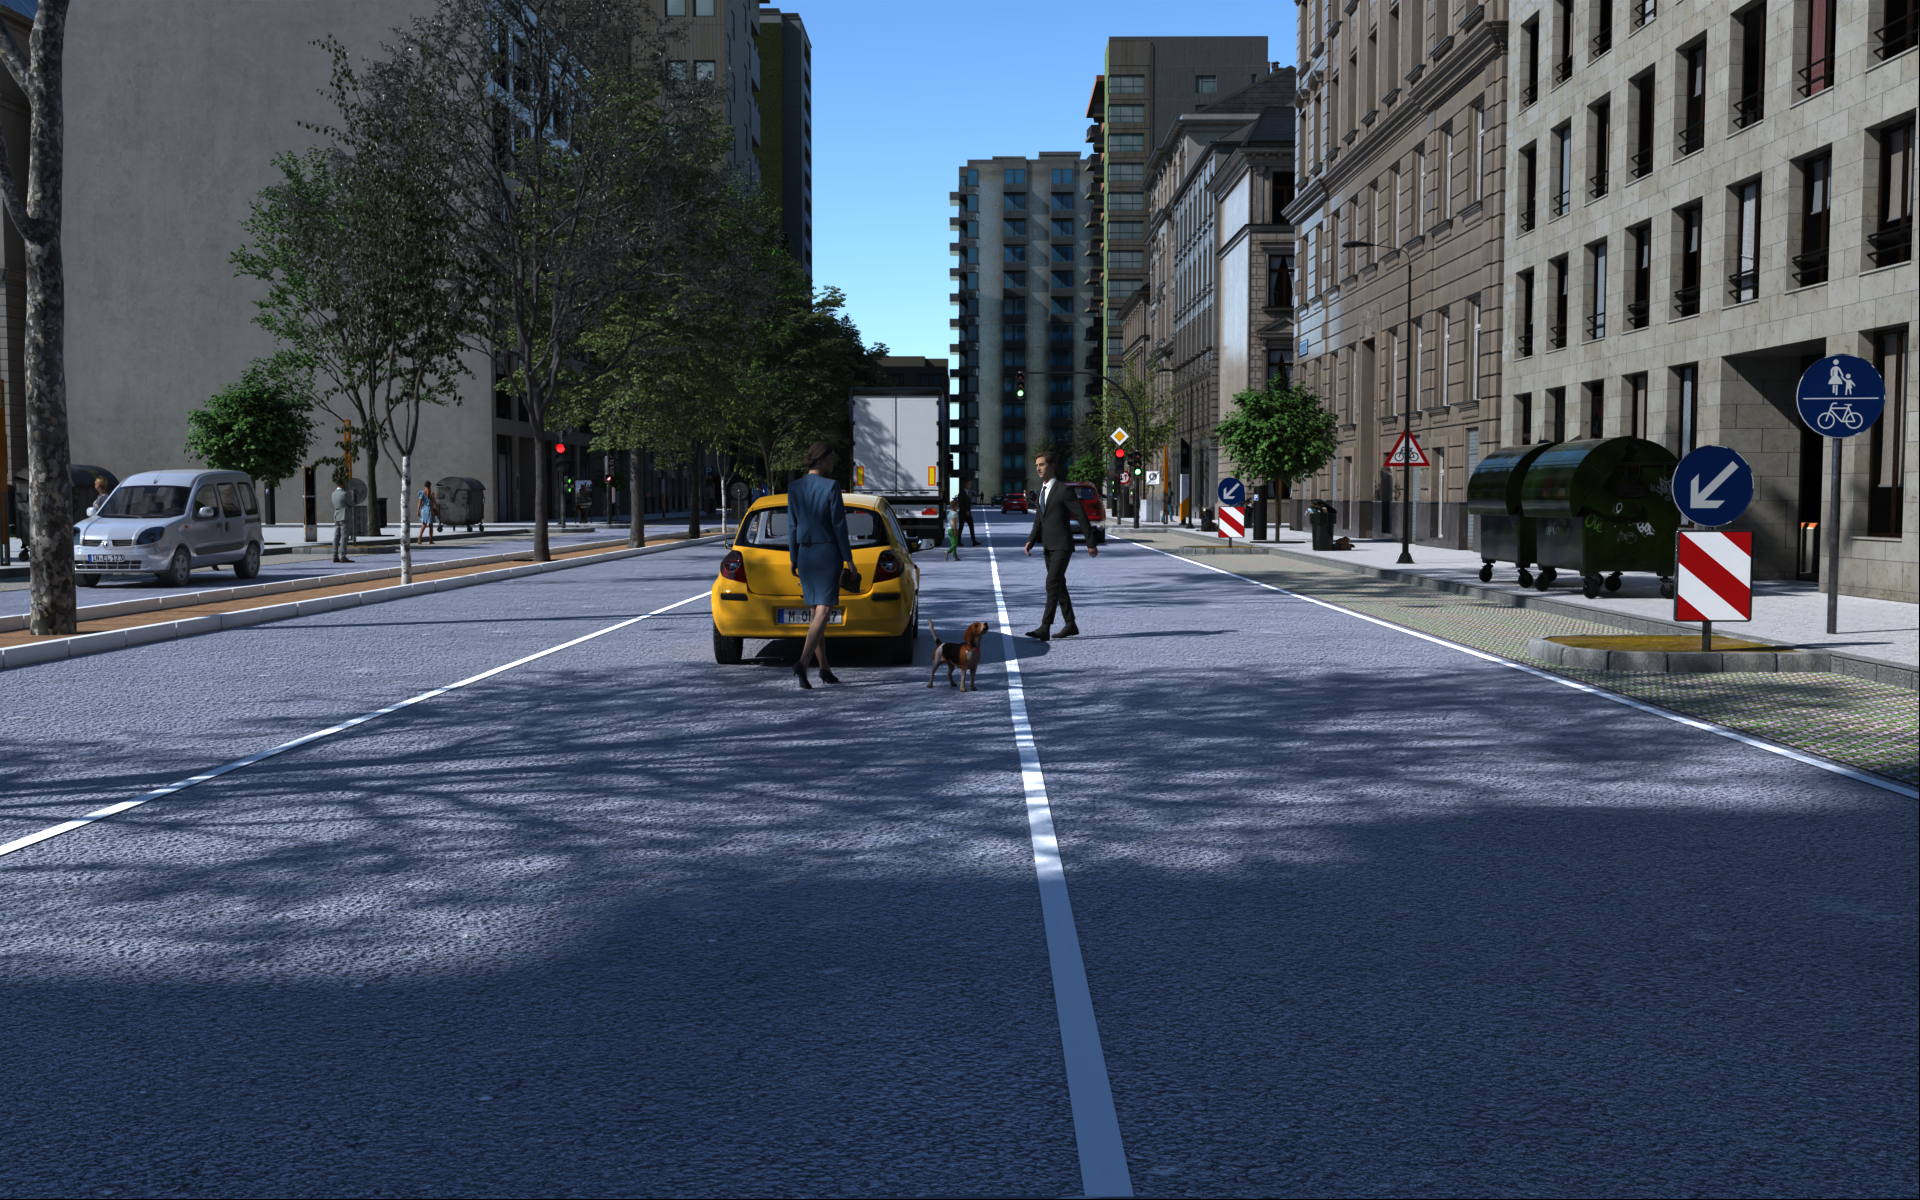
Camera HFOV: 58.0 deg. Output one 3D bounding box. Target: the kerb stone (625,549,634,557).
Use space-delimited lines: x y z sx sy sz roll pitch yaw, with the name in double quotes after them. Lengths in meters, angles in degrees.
-7.631 -1.050 39.362 0.120 0.150 1.000 0 4 1 "kerb stone"

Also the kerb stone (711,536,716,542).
-7.489 -1.799 51.656 0.120 0.150 1.000 0 4 1 "kerb stone"

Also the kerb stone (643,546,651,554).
-7.600 -1.171 41.412 0.120 0.150 1.000 0 4 1 "kerb stone"

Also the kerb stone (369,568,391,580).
-9.852 -0.424 29.134 0.120 0.150 1.000 0 4 1 "kerb stone"

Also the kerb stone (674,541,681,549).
-7.546 -1.419 45.513 0.120 0.150 1.000 0 4 1 "kerb stone"

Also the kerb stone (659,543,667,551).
-7.576 -1.298 43.469 0.120 0.150 1.000 0 4 1 "kerb stone"

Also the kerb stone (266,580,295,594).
-9.902 -0.172 25.025 0.120 0.150 1.000 0 4 1 "kerb stone"

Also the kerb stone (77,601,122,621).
-9.958 0.146 19.888 0.120 0.150 1.000 0 4 1 "kerb stone"

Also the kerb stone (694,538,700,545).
-7.515 -1.614 48.582 0.120 0.150 1.000 0 4 1 "kerb stone"

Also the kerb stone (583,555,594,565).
-7.682 -0.793 35.271 0.120 0.150 1.000 0 4 1 "kerb stone"

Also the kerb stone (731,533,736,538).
-7.425 -2.052 55.751 0.120 0.150 1.000 0 4 1 "kerb stone"

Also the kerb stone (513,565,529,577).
-7.738 -0.487 30.155 0.120 0.150 1.000 0 4 1 "kerb stone"

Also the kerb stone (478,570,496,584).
-7.766 -0.361 28.101 0.120 0.150 1.000 0 4 1 "kerb stone"

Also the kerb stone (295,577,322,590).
-9.895 -0.236 26.059 0.120 0.150 1.000 0 4 1 "kerb stone"

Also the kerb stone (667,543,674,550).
-7.563 -1.364 44.491 0.120 0.150 1.000 0 4 1 "kerb stone"

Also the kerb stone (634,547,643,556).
-7.620 -1.111 40.385 0.120 0.150 1.000 0 4 1 "kerb stone"

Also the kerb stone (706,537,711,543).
-7.492 -1.736 50.632 0.120 0.150 1.000 0 4 1 "kerb stone"

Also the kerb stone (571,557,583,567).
-7.685 -0.737 34.249 0.120 0.150 1.000 0 4 1 "kerb stone"

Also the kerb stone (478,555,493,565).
-9.771 -0.800 35.277 0.120 0.150 1.000 0 4 1 "kerb stone"

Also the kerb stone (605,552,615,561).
-7.652 -0.925 37.318 0.120 0.150 1.000 0 4 1 "kerb stone"

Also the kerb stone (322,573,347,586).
-9.877 -0.298 27.089 0.120 0.150 1.000 0 4 1 "kerb stone"

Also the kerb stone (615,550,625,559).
-7.640 -0.987 38.340 0.120 0.150 1.000 0 4 1 "kerb stone"

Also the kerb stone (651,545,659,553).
-7.587 -1.238 42.439 0.120 0.150 1.000 0 4 1 "kerb stone"

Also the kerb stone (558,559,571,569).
-7.697 -0.674 33.221 0.120 0.150 1.000 0 4 1 "kerb stone"

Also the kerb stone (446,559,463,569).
-9.802 -0.675 33.233 0.120 0.150 1.000 0 4 1 "kerb stone"

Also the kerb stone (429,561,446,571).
-9.814 -0.608 32.200 0.120 0.150 1.000 0 4 1 "kerb stone"

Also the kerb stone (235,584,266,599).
-9.912 -0.110 23.995 0.120 0.150 1.000 0 4 1 "kerb stone"

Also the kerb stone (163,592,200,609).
-9.944 0.020 21.945 0.120 0.150 1.000 0 4 1 "kerb stone"

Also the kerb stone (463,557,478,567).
-9.786 -0.738 34.255 0.120 0.150 1.000 0 4 1 "kerb stone"

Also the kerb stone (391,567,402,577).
-9.836 -0.487 30.156 0.120 0.150 1.000 0 4 1 "kerb stone"

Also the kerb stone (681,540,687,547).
-7.536 -1.489 46.535 0.120 0.150 1.000 0 4 1 "kerb stone"

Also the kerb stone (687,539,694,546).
-7.530 -1.551 47.560 0.120 0.150 1.000 0 4 1 "kerb stone"

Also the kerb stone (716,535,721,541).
-7.471 -1.865 52.680 0.120 0.150 1.000 0 4 1 "kerb stone"

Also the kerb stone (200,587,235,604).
-9.927 -0.047 22.967 0.120 0.150 1.000 0 4 1 "kerb stone"

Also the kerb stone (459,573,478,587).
-7.779 -0.292 27.073 0.120 0.150 1.000 0 4 1 "kerb stone"

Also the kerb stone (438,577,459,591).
-7.779 -0.232 26.051 0.120 0.150 1.000 0 4 1 "kerb stone"

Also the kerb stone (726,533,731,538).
-7.440 -1.990 54.728 0.120 0.150 1.000 0 4 1 "kerb stone"

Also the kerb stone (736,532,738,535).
-7.421 -2.115 56.782 0.120 0.150 1.000 0 4 1 "kerb stone"

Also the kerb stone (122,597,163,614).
-9.956 0.079 20.910 0.120 0.150 1.000 0 4 1 "kerb stone"

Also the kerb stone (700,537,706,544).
-7.501 -1.673 49.610 0.120 0.150 1.000 0 4 1 "kerb stone"

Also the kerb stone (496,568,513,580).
-7.755 -0.424 29.123 0.120 0.150 1.000 0 4 1 "kerb stone"

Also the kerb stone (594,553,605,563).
-7.666 -0.857 36.296 0.120 0.150 1.000 0 4 1 "kerb stone"

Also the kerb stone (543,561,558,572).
-7.709 -0.612 32.199 0.120 0.150 1.000 0 4 1 "kerb stone"

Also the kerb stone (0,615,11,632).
-9.988 0.267 17.844 0.120 0.150 1.000 0 4 1 "kerb stone"

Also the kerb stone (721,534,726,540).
-7.458 -1.927 53.702 0.120 0.150 1.000 0 4 1 "kerb stone"

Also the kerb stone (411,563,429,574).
-9.831 -0.548 31.178 0.120 0.150 1.000 0 4 1 "kerb stone"

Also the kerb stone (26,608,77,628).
-9.974 0.209 18.866 0.120 0.150 1.000 0 4 1 "kerb stone"

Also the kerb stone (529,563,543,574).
-7.732 -0.544 31.178 0.120 0.150 1.000 0 4 1 "kerb stone"

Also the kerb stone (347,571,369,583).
-9.865 -0.361 28.111 0.120 0.150 1.000 0 4 1 "kerb stone"
